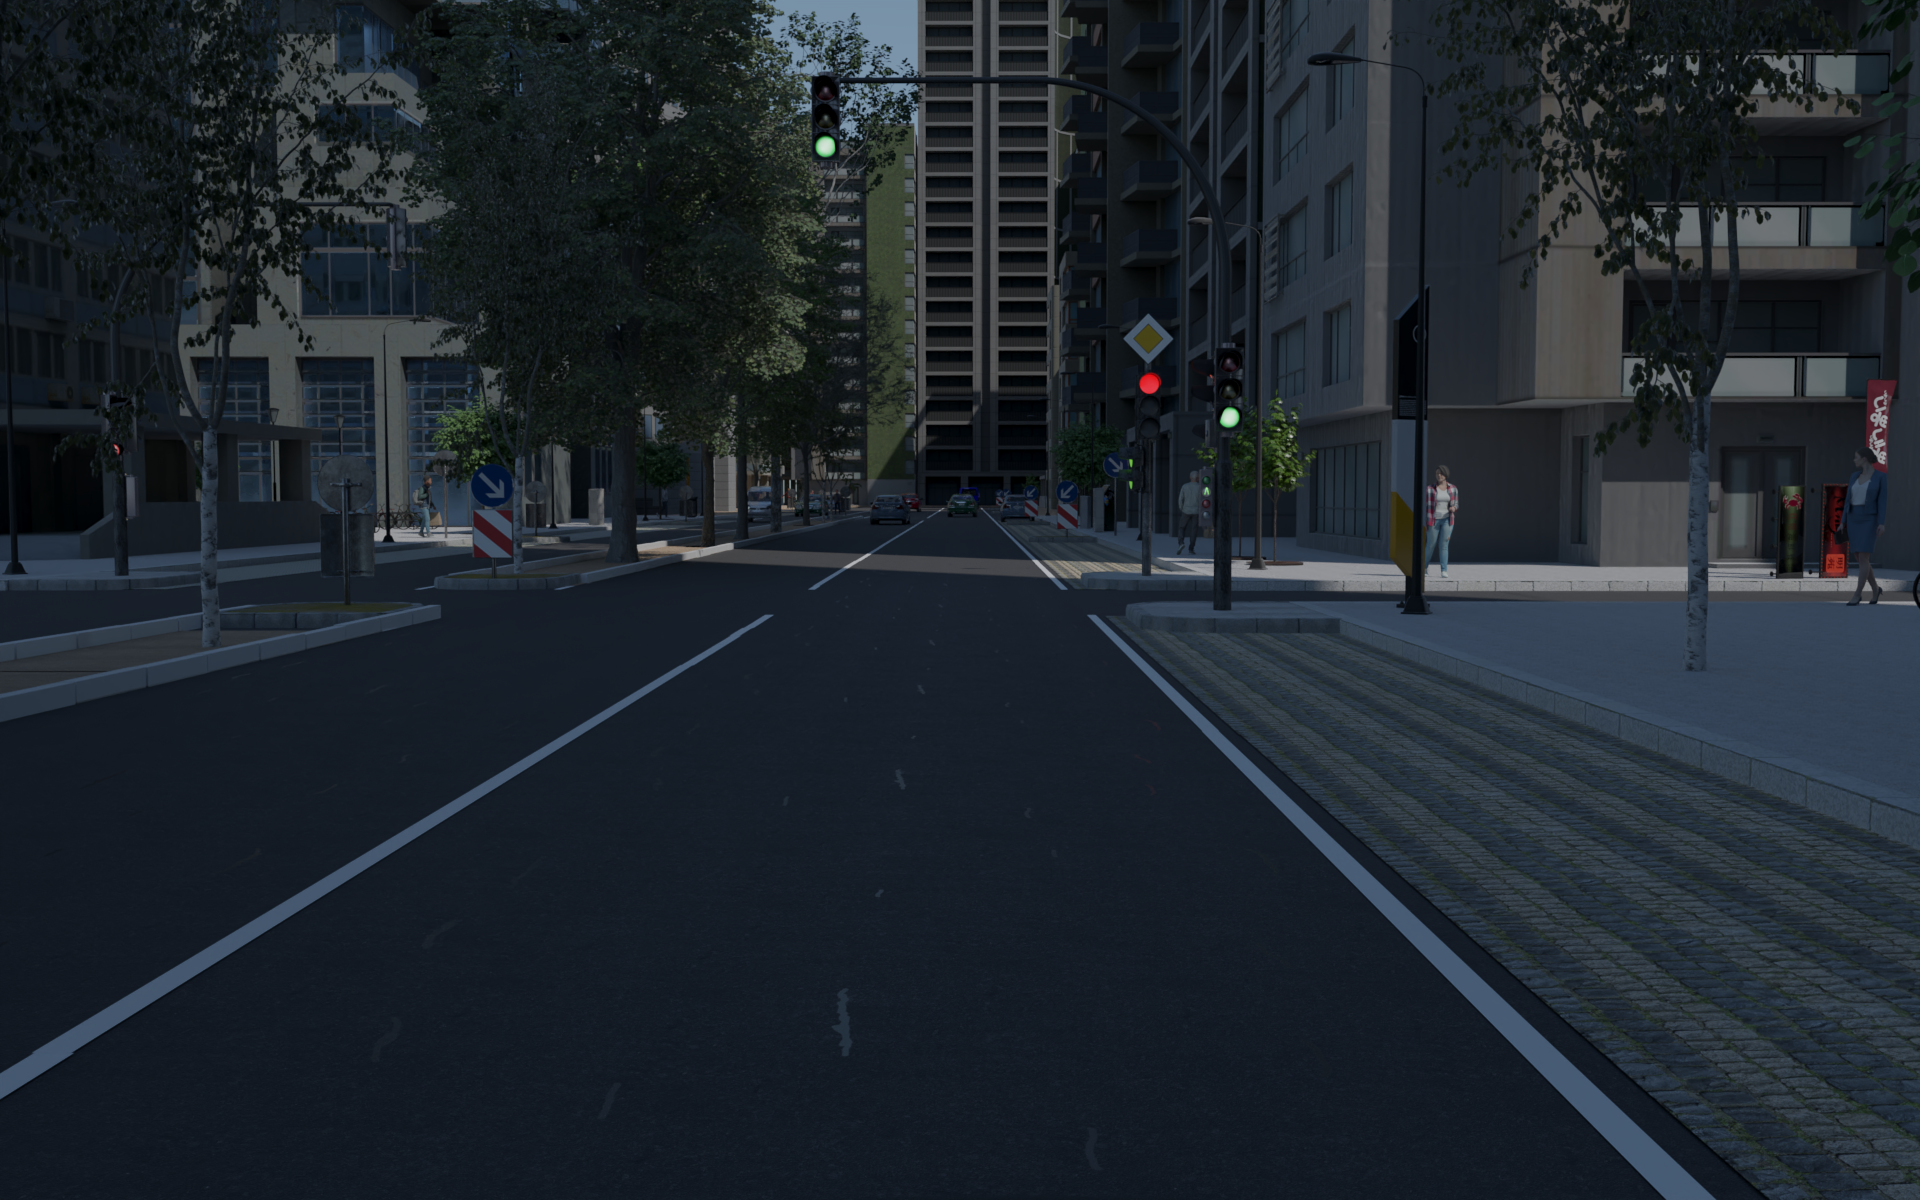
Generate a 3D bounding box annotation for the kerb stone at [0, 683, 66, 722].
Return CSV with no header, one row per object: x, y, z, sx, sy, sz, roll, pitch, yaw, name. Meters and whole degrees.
-6.090,0.667,11.300,0.120,0.150,1.000,0,4,0,kerb stone

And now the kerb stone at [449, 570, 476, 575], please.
-8.131,-0.370,28.248,0.120,0.150,1.000,0,4,0,kerb stone

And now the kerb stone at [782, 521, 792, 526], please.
-7.927,-3.505,79.495,0.120,0.150,1.000,0,4,0,kerb stone

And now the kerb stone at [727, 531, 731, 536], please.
-8.011,-2.251,58.993,0.120,0.150,1.000,0,4,0,kerb stone

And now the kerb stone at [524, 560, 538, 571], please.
-8.117,-0.621,32.352,0.120,0.150,1.000,0,4,0,kerb stone

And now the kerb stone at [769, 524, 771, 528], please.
-7.961,-3.001,71.300,0.120,0.150,1.000,0,4,0,kerb stone

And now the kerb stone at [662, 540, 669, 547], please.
-8.070,-1.499,46.703,0.120,0.150,1.000,0,4,0,kerb stone

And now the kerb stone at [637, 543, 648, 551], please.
-8.071,-1.307,43.618,0.120,0.150,1.000,0,4,0,kerb stone

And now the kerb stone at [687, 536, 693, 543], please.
-8.041,-1.749,50.795,0.120,0.150,1.000,0,4,0,kerb stone

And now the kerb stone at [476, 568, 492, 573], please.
-8.126,-0.433,29.277,0.120,0.150,1.000,0,4,0,kerb stone

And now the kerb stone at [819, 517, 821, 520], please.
-7.873,-4.445,94.868,0.120,0.150,1.000,0,4,0,kerb stone

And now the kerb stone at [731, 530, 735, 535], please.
-8.016,-2.313,60.018,0.120,0.150,1.000,0,4,0,kerb stone

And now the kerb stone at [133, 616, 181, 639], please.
-8.175,0.294,17.468,0.120,0.150,1.000,0,4,0,kerb stone

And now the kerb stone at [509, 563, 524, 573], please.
-8.119,-0.559,31.330,0.120,0.150,1.000,0,4,0,kerb stone

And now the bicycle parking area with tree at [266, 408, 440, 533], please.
-22.556,-4.486,60.354,9.016,4.147,8.231,1,4,17,bicycle parking area with tree

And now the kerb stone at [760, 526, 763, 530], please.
-7.974,-2.814,68.225,0.120,0.150,1.000,0,4,0,kerb stone

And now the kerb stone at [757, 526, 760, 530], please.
-7.979,-2.751,67.203,0.120,0.150,1.000,0,4,0,kerb stone

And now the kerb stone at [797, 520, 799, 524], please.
-7.922,-3.692,82.576,0.120,0.150,1.000,0,4,0,kerb stone

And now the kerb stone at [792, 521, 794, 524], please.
-7.931,-3.563,80.523,0.120,0.150,1.000,0,4,0,kerb stone

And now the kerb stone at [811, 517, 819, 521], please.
-7.864,-4.379,93.846,0.120,0.150,1.000,0,4,0,kerb stone

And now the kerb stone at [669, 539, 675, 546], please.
-8.059,-1.561,47.725,0.120,0.150,1.000,0,4,0,kerb stone

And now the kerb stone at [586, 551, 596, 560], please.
-8.095,-0.934,37.473,0.120,0.150,1.000,0,4,0,kerb stone

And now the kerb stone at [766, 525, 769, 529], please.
-7.962,-2.939,70.271,0.120,0.150,1.000,0,4,0,kerb stone

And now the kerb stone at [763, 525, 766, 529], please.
-7.966,-2.874,69.249,0.120,0.150,1.000,0,4,0,kerb stone

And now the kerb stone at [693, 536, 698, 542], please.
-8.041,-1.811,51.819,0.120,0.150,1.000,0,4,0,kerb stone

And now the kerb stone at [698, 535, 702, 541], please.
-8.033,-1.875,52.847,0.120,0.150,1.000,0,4,0,kerb stone

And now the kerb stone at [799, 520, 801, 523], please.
-7.913,-3.756,83.600,0.120,0.150,1.000,0,4,0,kerb stone

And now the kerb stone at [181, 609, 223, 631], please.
-8.170,0.228,18.491,0.120,0.150,1.000,0,4,0,kerb stone

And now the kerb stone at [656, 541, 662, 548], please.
-8.065,-1.430,45.676,0.120,0.150,1.000,0,4,0,kerb stone

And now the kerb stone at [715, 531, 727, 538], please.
-8.020,-2.185,57.965,0.120,0.150,1.000,0,4,0,kerb stone

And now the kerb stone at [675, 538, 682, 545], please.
-8.040,-1.622,48.751,0.120,0.150,1.000,0,4,0,kerb stone

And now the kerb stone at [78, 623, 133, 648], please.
-8.174,0.352,16.443,0.120,0.150,1.000,0,4,0,kerb stone

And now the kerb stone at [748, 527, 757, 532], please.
-7.981,-2.687,66.181,0.120,0.150,1.000,0,4,0,kerb stone

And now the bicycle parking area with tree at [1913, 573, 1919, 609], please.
12.566,-1.602,13.196,9.016,4.147,8.231,2,4,27,bicycle parking area with tree

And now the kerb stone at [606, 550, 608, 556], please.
-8.085,-1.060,39.520,0.120,0.150,1.000,0,4,0,kerb stone

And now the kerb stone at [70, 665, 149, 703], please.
-6.095,0.603,12.334,0.120,0.150,1.000,0,4,0,kerb stone

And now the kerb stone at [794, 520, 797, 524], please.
-7.919,-3.630,81.545,0.120,0.150,1.000,0,4,0,kerb stone

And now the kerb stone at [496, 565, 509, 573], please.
-8.126,-0.489,30.307,0.120,0.150,1.000,0,4,0,kerb stone

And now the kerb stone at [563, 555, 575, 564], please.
-8.102,-0.809,35.424,0.120,0.150,1.000,0,4,0,kerb stone

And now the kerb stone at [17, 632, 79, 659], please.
-8.183,0.414,15.420,0.120,0.150,1.000,0,4,0,kerb stone

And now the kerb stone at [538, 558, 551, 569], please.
-8.115,-0.682,33.374,0.120,0.150,1.000,0,4,0,kerb stone

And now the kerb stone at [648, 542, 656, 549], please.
-8.063,-1.374,44.653,0.120,0.150,1.000,0,4,0,kerb stone

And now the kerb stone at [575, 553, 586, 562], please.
-8.101,-0.872,36.451,0.120,0.150,1.000,0,4,0,kerb stone

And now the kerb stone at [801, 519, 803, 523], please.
-7.909,-3.812,84.623,0.120,0.150,1.000,0,4,0,kerb stone

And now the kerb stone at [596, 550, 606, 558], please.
-8.089,-0.997,38.498,0.120,0.150,1.000,0,4,0,kerb stone

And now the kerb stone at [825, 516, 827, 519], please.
-7.854,-4.696,98.974,0.120,0.150,1.000,0,4,0,kerb stone

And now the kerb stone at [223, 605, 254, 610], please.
-8.168,0.164,19.520,0.120,0.150,1.000,0,4,0,kerb stone

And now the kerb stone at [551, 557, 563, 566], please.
-8.105,-0.745,34.402,0.120,0.150,1.000,0,4,0,kerb stone

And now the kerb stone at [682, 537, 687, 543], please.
-8.049,-1.685,49.773,0.120,0.150,1.000,0,4,0,kerb stone
